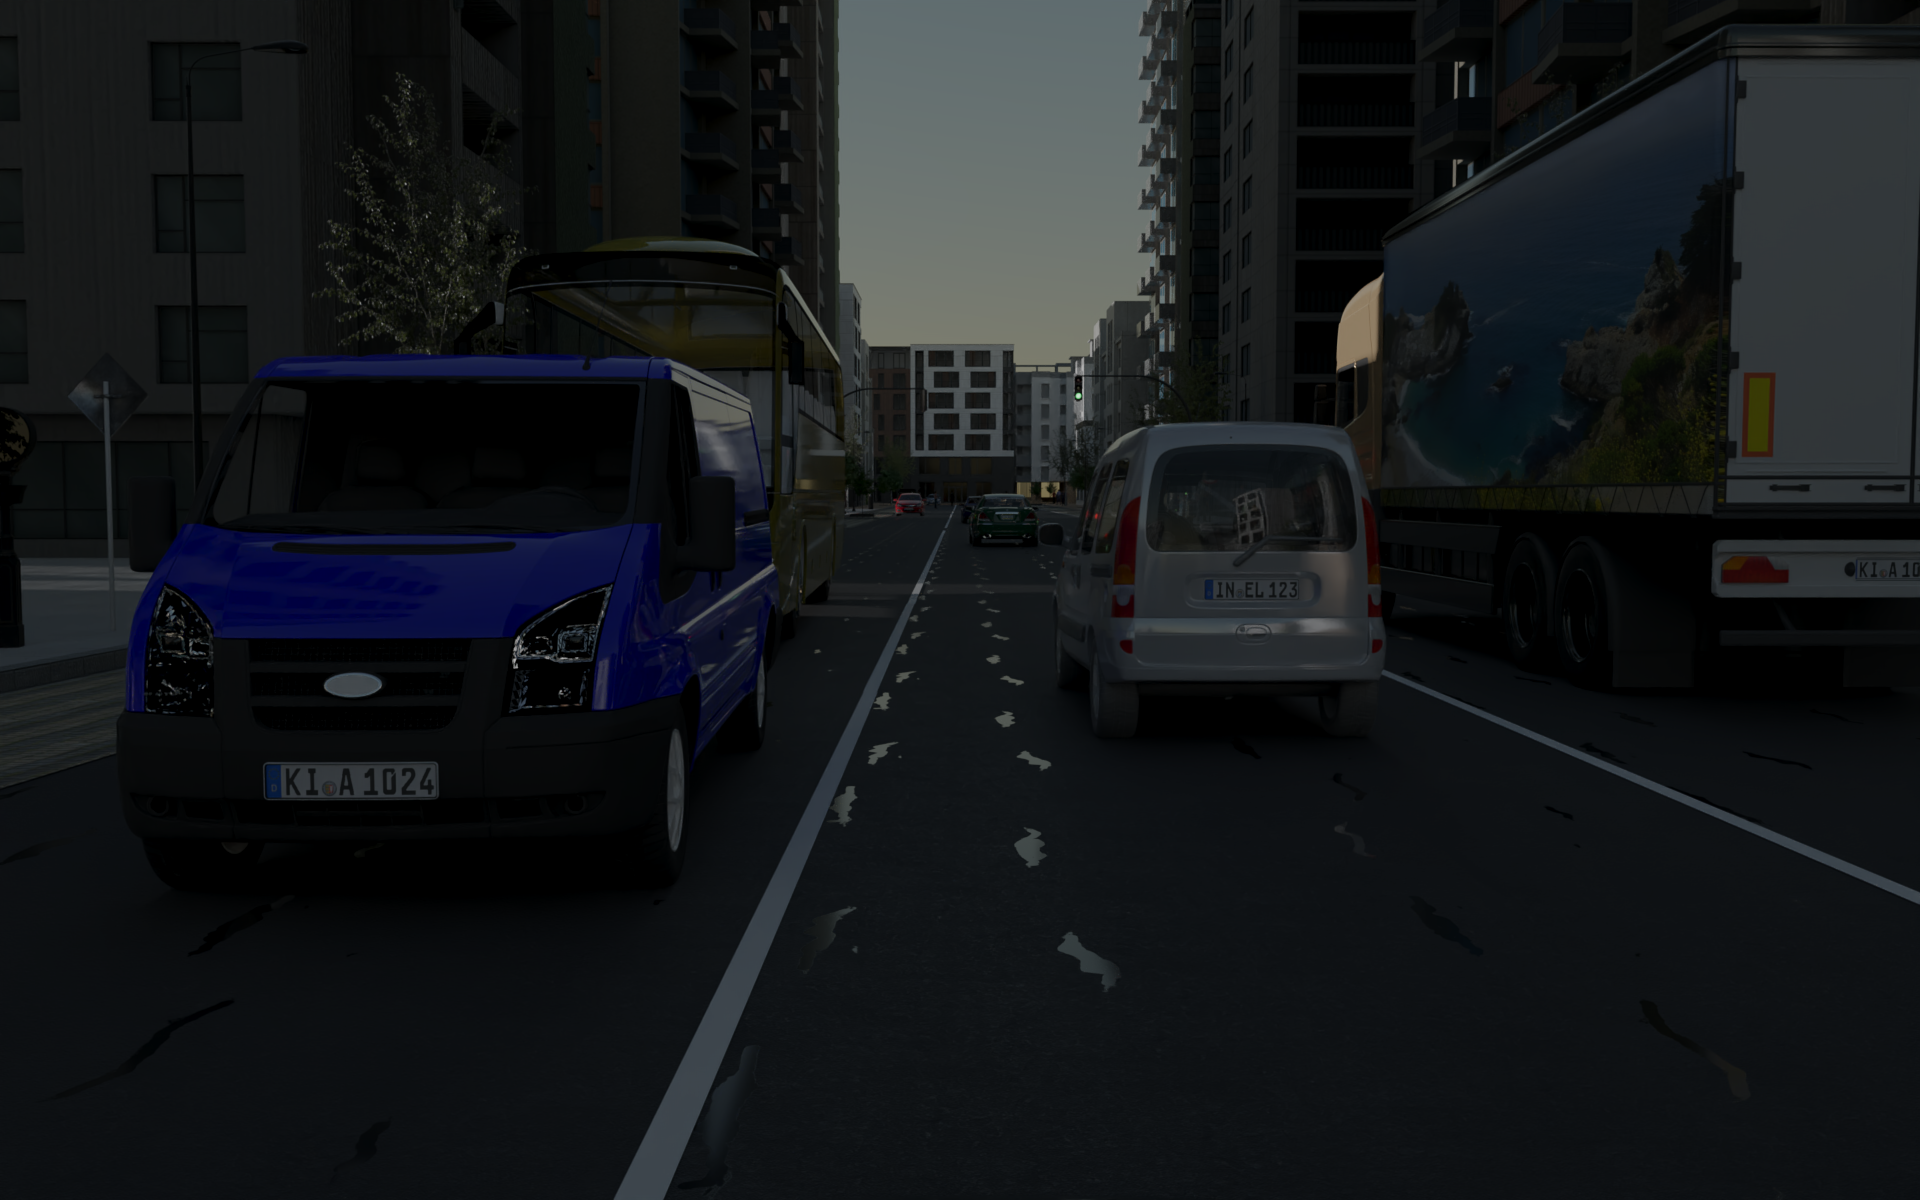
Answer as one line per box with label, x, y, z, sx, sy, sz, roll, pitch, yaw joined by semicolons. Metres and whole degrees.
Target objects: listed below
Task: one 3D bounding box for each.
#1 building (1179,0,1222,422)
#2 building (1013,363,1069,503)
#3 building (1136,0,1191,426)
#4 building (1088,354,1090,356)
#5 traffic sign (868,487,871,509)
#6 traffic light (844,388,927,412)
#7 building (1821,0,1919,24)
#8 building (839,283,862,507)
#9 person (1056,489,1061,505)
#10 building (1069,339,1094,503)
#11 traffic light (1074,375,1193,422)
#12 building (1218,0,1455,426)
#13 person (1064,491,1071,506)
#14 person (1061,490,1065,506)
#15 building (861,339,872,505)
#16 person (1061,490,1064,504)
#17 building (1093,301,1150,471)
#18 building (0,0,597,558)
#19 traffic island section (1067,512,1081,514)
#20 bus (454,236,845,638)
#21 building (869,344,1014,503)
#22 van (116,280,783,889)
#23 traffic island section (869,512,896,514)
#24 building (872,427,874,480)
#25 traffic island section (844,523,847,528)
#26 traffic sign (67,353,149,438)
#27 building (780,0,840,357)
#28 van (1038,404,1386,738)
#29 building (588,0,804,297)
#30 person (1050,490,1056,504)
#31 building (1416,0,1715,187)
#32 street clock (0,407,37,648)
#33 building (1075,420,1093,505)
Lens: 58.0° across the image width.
building;20.016;-20.311;103.779;14.160;30.474;14.107;0;3;0
building;13.091;-23.702;243.952;11.380;20.091;16.016;0;3;0
building;25.581;-31.427;133.433;23.786;49.044;30.456;0;3;0
building;35.116;-24.821;249.799;32.646;21.610;27.936;0;3;0
traffic sign;-7.705;-8.920;145.954;0.768;2.556;0.104;1;4;9
traffic light;-3.782;-6.087;74.198;4.771;5.953;1.251;0;3;0
building;21.006;-15.527;25.561;14.160;30.474;14.107;0;3;0
building;-24.255;-19.683;165.796;27.936;21.610;32.646;0;3;0
person;11.681;-12.208;205.509;0.709;1.838;0.599;-1;4;-10
building;22.412;-22.054;217.001;16.016;20.091;11.380;0;3;0
traffic light;6.710;-5.589;66.045;4.771;5.953;1.251;0;3;0
building;24.340;-39.444;83.165;20.611;71.187;20.563;0;3;0
person;11.783;-11.403;193.207;1.217;1.743;0.721;1;4;15
person;11.042;-10.854;184.417;0.541;1.710;0.530;1;4;16
building;-19.212;-20.271;197.882;16.747;18.905;31.486;0;3;0
person;12.907;-12.886;216.871;0.705;1.807;1.348;-3;5;-43
building;22.454;-18.387;167.092;16.747;18.905;31.486;0;3;0
building;-16.898;-16.400;39.835;14.160;30.474;14.107;0;3;0
traffic island section;8.875;-6.410;127.676;1.991;0.108;1.994;0;3;0
bus;-2.880;-1.766;20.428;2.896;3.916;12.252;0;4;-1
building;-8.918;-24.820;249.780;32.646;21.610;27.936;0;3;0
van;-1.997;-0.226;8.077;2.240;2.365;5.245;0;4;-1
traffic island section;-5.559;-6.301;125.893;1.991;0.108;1.994;0;3;0
building;-25.029;-16.892;218.330;28.070;9.664;9.099;0;3;0
traffic island section;-5.914;-3.182;74.299;2.009;0.180;2.903;0;3;0
traffic sign;-7.954;-1.006;16.188;0.795;2.593;0.064;0;4;6
building;-16.337;-27.145;127.417;14.154;41.232;14.086;0;3;0
van;1.568;-0.279;11.568;2.013;2.044;4.112;0;4;-2
building;-20.248;-26.893;94.325;22.147;44.769;28.867;0;3;0
person;11.834;-13.002;218.565;0.705;1.831;1.348;3;4;38
building;25.321;-24.049;47.818;22.147;44.769;28.867;0;3;0
street clock;-7.965;-0.605;14.458;0.471;2.002;0.358;-1;4;-15
building;18.571;-15.597;197.162;9.099;9.664;28.070;0;3;0
